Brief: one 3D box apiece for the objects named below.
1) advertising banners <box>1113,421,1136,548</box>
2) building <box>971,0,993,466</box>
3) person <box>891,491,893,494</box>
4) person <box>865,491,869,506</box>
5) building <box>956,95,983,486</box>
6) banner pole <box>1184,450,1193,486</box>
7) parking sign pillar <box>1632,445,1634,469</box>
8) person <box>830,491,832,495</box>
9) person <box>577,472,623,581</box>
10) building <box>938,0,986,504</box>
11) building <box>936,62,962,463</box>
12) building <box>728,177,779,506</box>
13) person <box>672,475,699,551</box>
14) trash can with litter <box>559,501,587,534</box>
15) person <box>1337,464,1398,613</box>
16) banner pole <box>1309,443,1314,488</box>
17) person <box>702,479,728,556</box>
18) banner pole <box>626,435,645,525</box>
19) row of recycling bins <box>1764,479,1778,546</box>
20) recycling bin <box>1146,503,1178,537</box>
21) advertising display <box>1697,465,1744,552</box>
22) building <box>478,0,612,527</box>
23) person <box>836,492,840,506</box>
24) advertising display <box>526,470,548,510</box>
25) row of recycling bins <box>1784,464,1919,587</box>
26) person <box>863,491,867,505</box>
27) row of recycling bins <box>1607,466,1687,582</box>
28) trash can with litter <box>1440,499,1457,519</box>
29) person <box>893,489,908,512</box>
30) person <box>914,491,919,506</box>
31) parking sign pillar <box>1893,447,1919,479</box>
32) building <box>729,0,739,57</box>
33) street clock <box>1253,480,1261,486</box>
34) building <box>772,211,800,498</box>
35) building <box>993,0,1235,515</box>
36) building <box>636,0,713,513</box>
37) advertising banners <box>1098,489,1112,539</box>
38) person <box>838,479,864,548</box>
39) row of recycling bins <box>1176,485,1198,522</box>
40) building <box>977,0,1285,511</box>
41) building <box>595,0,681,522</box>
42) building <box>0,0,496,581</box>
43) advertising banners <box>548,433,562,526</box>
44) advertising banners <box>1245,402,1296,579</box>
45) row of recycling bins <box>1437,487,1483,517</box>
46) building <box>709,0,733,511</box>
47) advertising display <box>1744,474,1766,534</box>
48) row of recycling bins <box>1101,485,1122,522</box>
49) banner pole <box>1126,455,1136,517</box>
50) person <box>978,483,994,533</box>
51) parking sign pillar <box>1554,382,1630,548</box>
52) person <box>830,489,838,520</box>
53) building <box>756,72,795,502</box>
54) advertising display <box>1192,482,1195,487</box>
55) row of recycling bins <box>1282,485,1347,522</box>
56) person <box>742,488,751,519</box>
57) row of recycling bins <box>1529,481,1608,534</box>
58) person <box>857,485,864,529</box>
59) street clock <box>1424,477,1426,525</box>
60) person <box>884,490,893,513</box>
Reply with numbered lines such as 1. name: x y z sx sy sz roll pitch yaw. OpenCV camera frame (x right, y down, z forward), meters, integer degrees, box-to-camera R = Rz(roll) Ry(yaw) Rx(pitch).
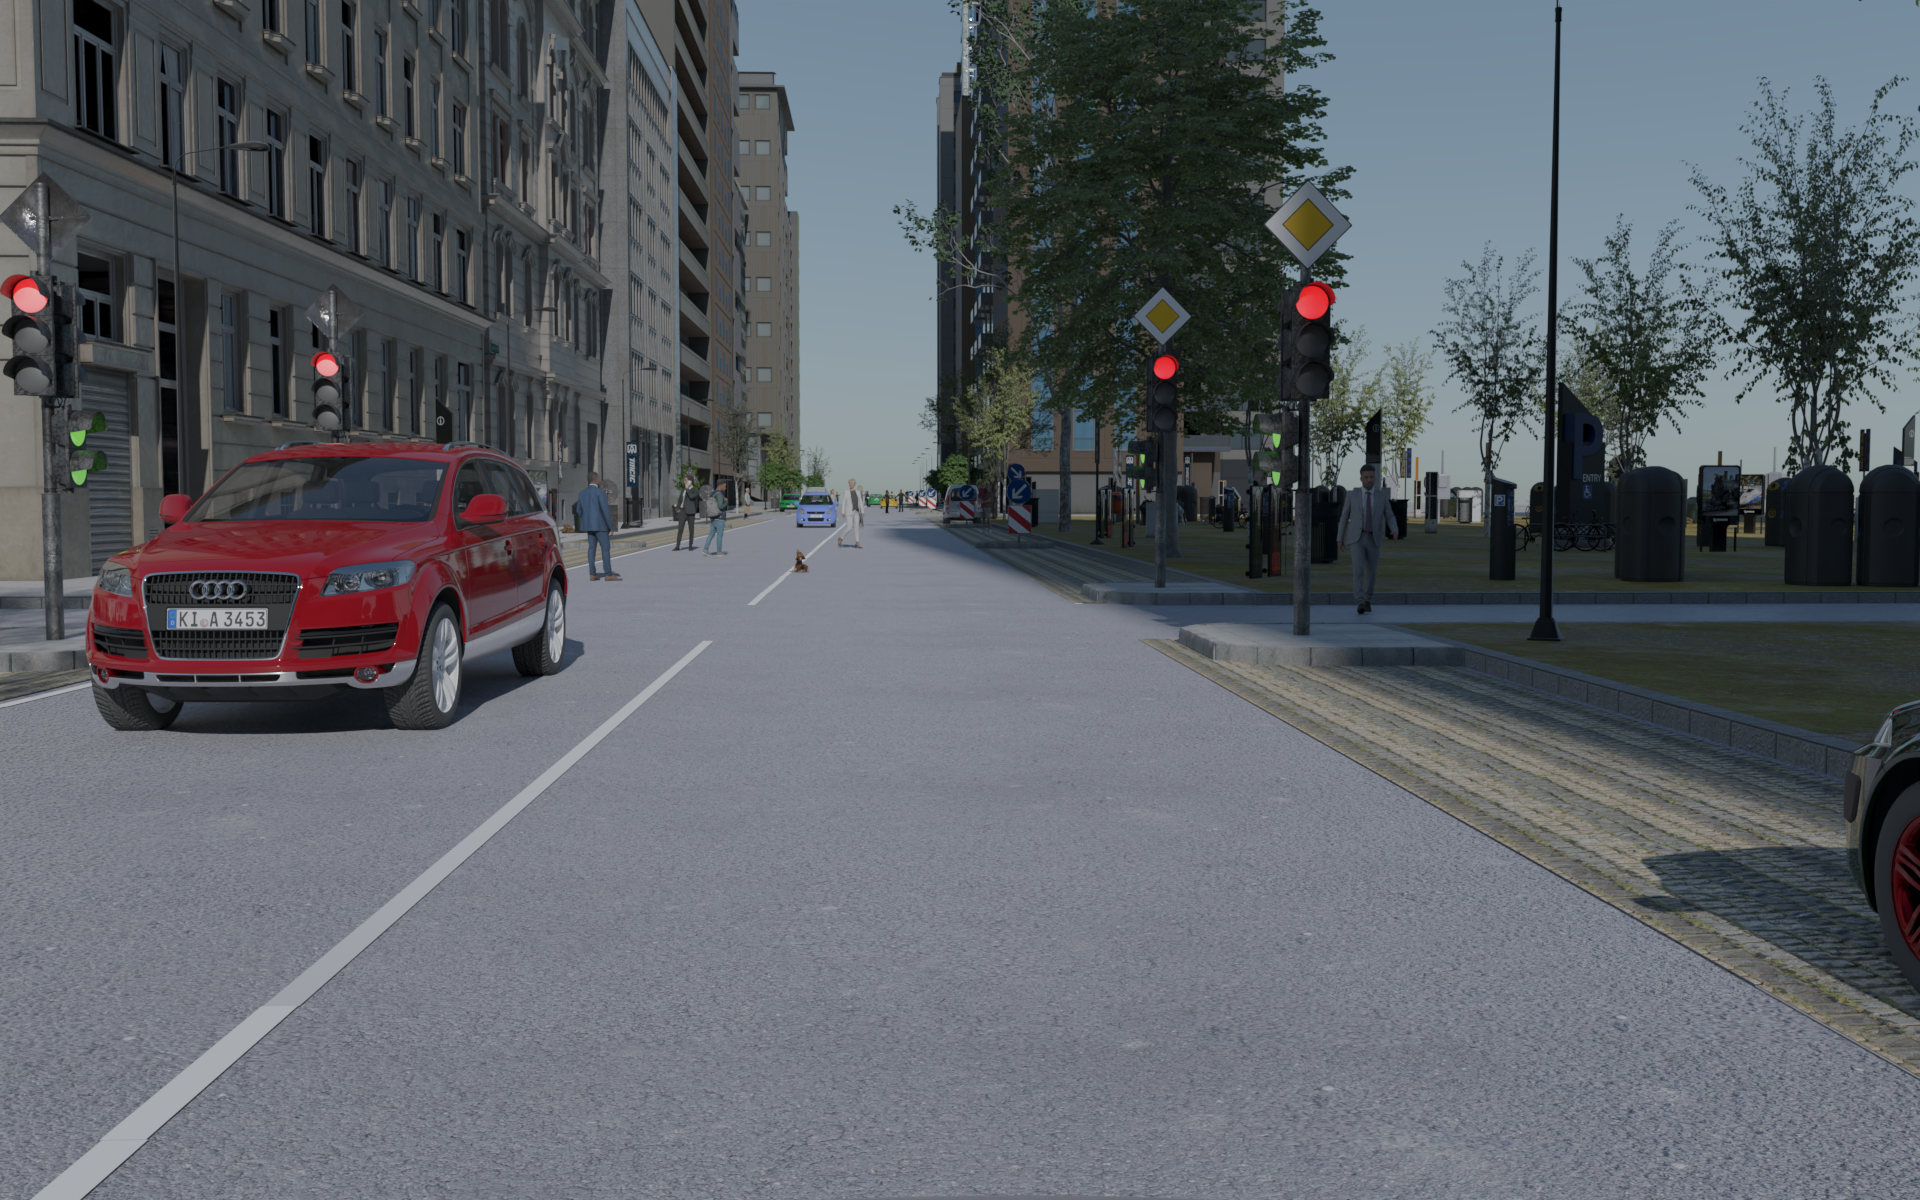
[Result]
1. advertising banners: 3.951 -2.762 41.339 0.090 3.025 2.074 1 4 17
2. building: 12.497 -32.883 157.249 23.786 49.044 30.456 0 4 -3
3. person: -9.463 -14.255 241.576 0.705 1.824 1.348 -1 4 -20
4. person: -10.755 -11.837 202.172 0.705 1.807 1.348 -2 4 -30
5. building: 6.739 -33.107 191.412 14.600 45.320 14.200 0 4 -3
6. banner pole: 12.925 -6.585 97.685 0.401 3.779 0.863 -2 4 -34
7. parking sign pillar: 36.309 -6.524 95.141 1.447 3.967 1.447 1 4 22
8. person: -14.470 -11.358 194.290 0.705 1.812 1.348 1 4 14
9. person: -5.987 -1.218 28.595 0.721 1.800 0.419 1 4 20
10. building: 8.967 -55.060 212.902 22.319 86.520 31.000 0 4 -3
11. building: 7.247 -42.929 243.891 21.231 58.520 28.212 0 4 -3
12. building: -36.924 -30.761 194.821 32.217 40.220 23.993 0 4 -3
13. person: -6.906 -2.191 43.691 0.648 1.900 0.474 1 4 16
14. trash can with litter: -12.527 -2.764 56.575 0.624 1.170 1.055 3 4 38
15. person: 4.904 -0.740 20.878 0.678 1.792 0.850 0 4 5
16. banner pole: 16.992 -5.768 84.321 0.401 3.779 0.863 -3 4 -37
17. person: -5.569 -1.893 39.803 0.623 1.781 0.721 3 5 44
18. banner pole: -13.641 -5.072 72.944 0.863 3.779 0.401 -1 4 -20
19. row of recycling bins: 20.098 -2.095 41.366 1.069 1.692 3.534 1 4 12
20. recycling bin: 5.994 -2.376 51.398 0.722 1.027 0.722 3 4 36
21. advertising display: 16.846 -2.033 38.446 0.974 1.923 0.123 -1 4 -12
22. building: -21.700 -17.025 65.752 14.401 28.519 23.554 0 4 -3
23. person: -14.886 -12.397 211.993 0.742 1.727 0.445 1 4 23
24. advertising display: -11.375 -2.526 46.513 0.123 1.923 0.974 1 4 18
25. row of recycling bins: 13.451 -1.041 24.128 3.534 1.692 1.069 1 4 11
26. person: -12.096 -13.115 222.915 1.348 1.826 0.705 -2 4 -34
27. row of recycling bins: 10.657 -1.200 26.740 1.069 1.692 3.534 1 4 22
28. trash can with litter: 25.458 -4.821 89.887 2.233 1.210 1.678 2 4 30
29. person: -4.715 -7.919 138.003 1.348 1.821 0.705 2 4 26
30. person: -5.098 -11.896 202.863 0.599 1.838 0.709 3 5 39
31. parking sign pillar: 53.634 -6.713 98.223 1.447 3.967 1.447 0 4 4
32. building: -32.902 -34.079 146.430 28.713 52.752 27.495 0 4 -3
33. street clock: 15.442 -5.258 90.542 0.471 2.002 0.358 3 5 41
34. building: -29.826 -34.219 243.082 14.154 41.232 14.086 0 4 -3
35. building: 9.527 -28.366 113.893 14.600 45.320 14.200 0 4 -3
36. building: -27.262 -29.598 107.631 21.300 48.544 21.600 0 4 -3
37. advertising banners: 4.346 -3.329 50.612 0.090 3.025 2.074 1 4 20
38. person: -2.888 -2.289 45.803 0.818 1.842 0.514 3 5 41
39. row of recycling bins: 10.376 -4.605 82.399 1.069 1.692 3.534 -1 4 -11
40. building: 12.030 -42.346 130.609 20.563 71.187 20.611 0 4 -3
41. building: -21.444 -16.499 87.774 12.078 24.808 19.932 0 4 -3
42. building: -21.287 -12.562 38.670 16.112 22.955 30.059 0 4 -3
43. advertising banners: -11.444 -3.218 48.794 0.090 3.025 2.074 0 4 1
44. advertising banners: 4.890 -1.880 26.920 0.090 3.025 2.074 2 4 32
45. row of recycling bins: 28.370 -5.558 97.985 3.534 1.692 1.069 -3 4 -36
46. building: -24.236 -29.120 126.224 14.600 45.320 14.200 0 4 -3
47. advertising display: 25.604 -3.113 56.109 0.123 1.923 0.974 -2 4 -30
48. row of recycling bins: 6.985 -4.462 80.068 1.069 1.692 3.534 1 4 9
49. banner pole: 9.732 -6.586 97.697 0.863 3.779 0.401 0 4 -5
50. person: 0.922 -3.391 63.911 0.580 1.828 0.573 -1 4 -15
51. parking sign pillar: 15.046 -3.272 41.968 1.447 3.967 1.447 -2 4 -33
52. person: -6.952 -5.210 94.693 0.512 1.701 0.522 -1 4 -22
53. building: -35.856 -38.614 220.578 28.713 52.752 27.495 0 4 -3
54. advertising display: 12.692 -5.452 94.349 0.123 1.923 0.974 0 4 5
55. row of recycling bins: 16.119 -4.424 79.449 3.534 1.692 1.069 3 4 39
56. person: -11.966 -5.387 97.070 0.515 1.767 0.782 0 4 -3
57. row of recycling bins: 20.135 -3.040 56.817 1.069 1.692 3.534 -2 4 -27
58. person: -4.248 -3.882 72.148 0.526 1.800 0.537 1 4 21
59. street clock: 19.498 -4.137 72.206 0.358 2.002 0.471 0 4 -1
60. person: -5.341 -7.309 128.721 0.721 1.735 1.217 -2 4 -30
